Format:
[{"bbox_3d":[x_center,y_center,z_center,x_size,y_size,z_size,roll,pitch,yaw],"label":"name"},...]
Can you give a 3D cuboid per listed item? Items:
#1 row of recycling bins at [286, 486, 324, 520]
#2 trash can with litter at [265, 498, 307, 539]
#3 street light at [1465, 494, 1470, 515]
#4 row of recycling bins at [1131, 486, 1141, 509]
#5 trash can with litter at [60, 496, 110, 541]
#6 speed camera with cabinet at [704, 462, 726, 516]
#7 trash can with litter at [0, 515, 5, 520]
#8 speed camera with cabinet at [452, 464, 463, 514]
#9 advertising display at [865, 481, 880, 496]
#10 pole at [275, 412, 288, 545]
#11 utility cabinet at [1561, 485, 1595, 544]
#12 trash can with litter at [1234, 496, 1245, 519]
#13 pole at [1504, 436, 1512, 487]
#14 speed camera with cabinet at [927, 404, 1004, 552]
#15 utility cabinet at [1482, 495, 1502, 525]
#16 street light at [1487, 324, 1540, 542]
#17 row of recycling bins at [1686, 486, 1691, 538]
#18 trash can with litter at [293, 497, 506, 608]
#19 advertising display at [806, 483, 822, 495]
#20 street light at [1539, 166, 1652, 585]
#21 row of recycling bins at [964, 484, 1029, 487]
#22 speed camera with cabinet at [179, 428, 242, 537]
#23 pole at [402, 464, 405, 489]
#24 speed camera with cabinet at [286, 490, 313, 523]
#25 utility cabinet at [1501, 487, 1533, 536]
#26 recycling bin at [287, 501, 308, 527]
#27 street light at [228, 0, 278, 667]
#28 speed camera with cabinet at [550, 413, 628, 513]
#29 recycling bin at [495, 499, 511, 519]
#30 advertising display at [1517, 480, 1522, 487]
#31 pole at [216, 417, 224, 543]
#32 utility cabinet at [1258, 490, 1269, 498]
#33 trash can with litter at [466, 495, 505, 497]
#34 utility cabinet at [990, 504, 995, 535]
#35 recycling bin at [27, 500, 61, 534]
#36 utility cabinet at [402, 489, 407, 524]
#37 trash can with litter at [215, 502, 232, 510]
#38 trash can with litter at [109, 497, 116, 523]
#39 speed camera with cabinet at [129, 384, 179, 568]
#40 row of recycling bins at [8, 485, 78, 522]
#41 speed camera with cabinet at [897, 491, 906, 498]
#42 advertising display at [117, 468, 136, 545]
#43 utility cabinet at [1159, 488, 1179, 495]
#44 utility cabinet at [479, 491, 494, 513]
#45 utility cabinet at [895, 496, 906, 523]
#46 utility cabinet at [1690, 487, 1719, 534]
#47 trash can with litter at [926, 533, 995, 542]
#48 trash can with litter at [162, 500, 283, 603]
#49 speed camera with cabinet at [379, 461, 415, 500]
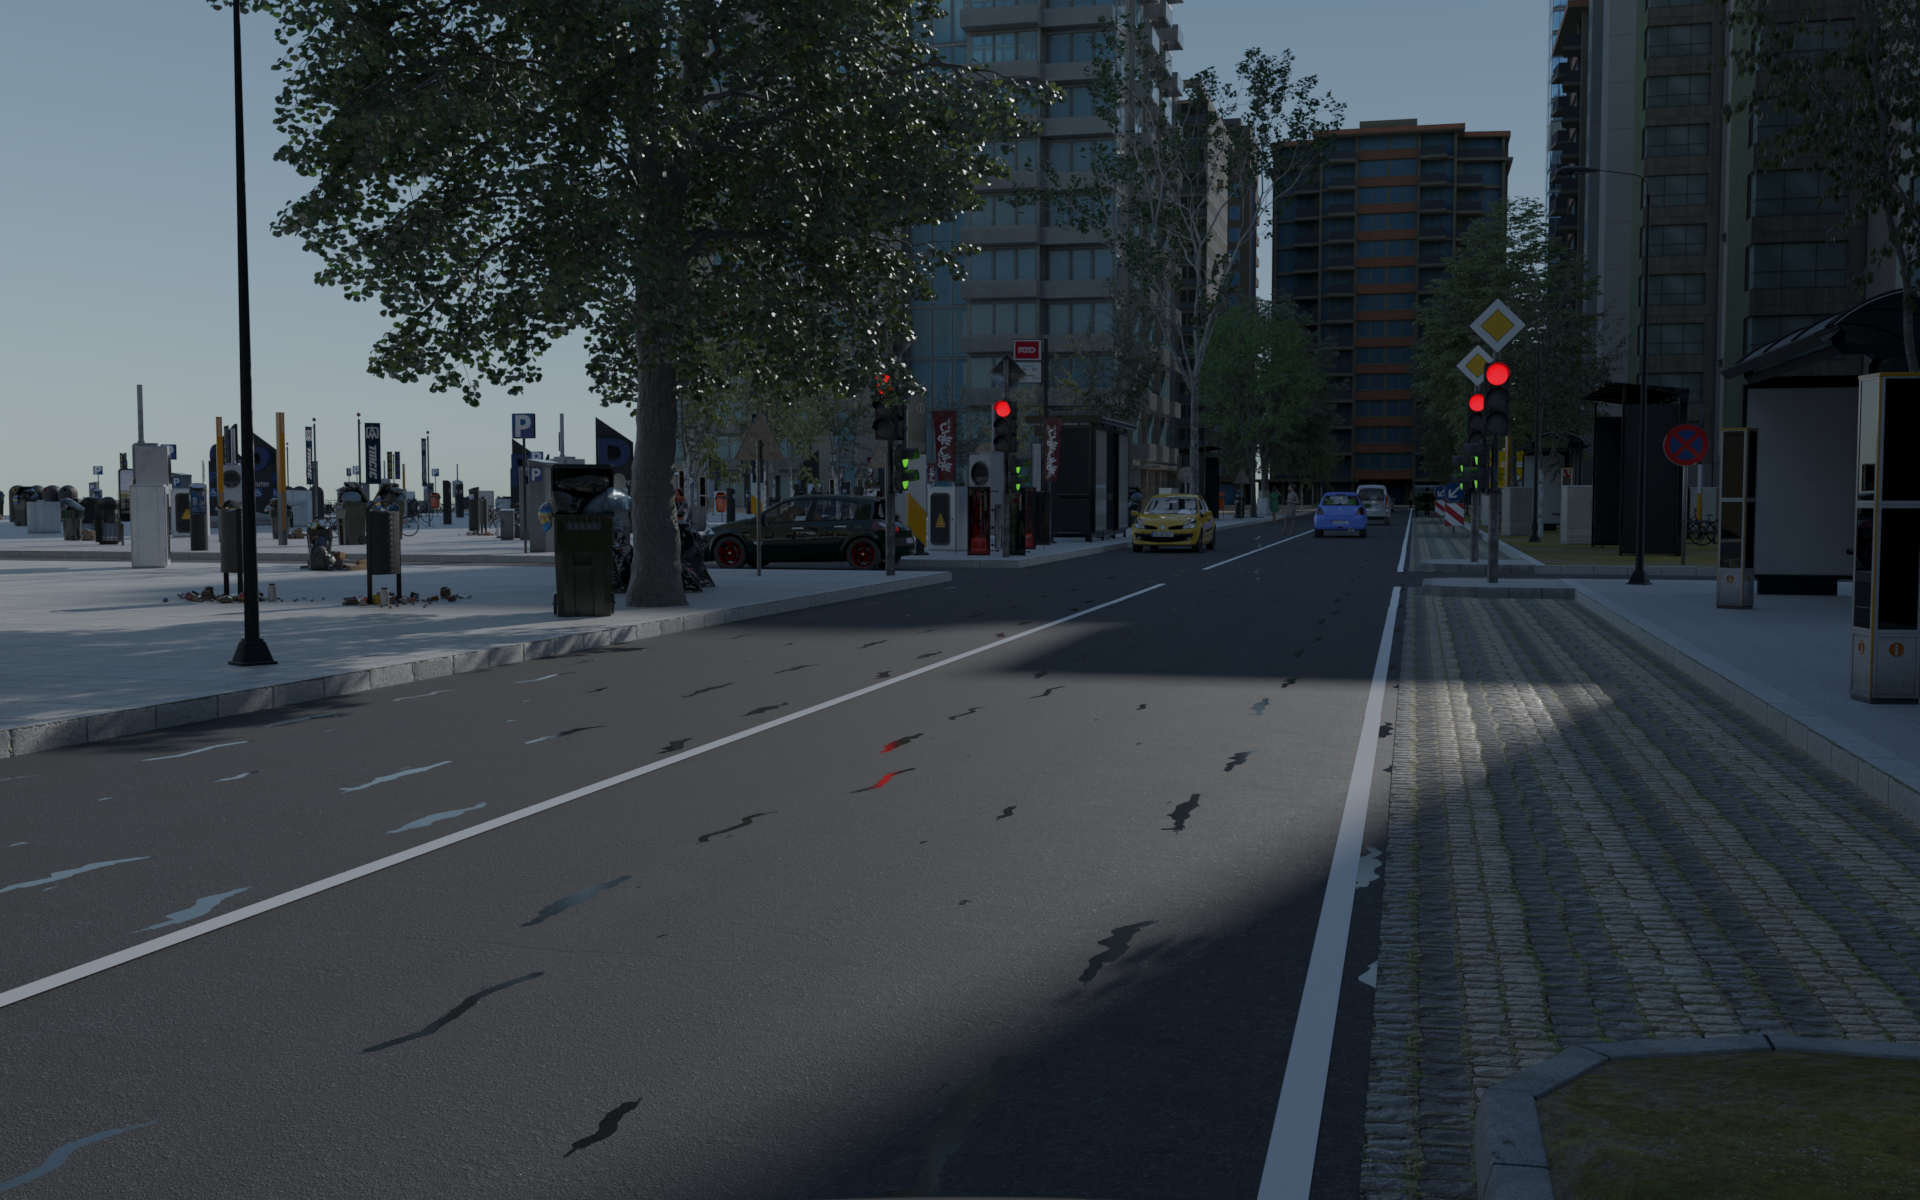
[{"bbox_3d":[-33.597,-4.917,87.501,3.534,1.692,1.069,2,4,24],"label":"row of recycling bins"},{"bbox_3d":[-19.179,-2.319,49.302,0.624,1.170,1.055,2,4,29],"label":"trash can with litter"},{"bbox_3d":[22.418,-6.284,75.289,1.470,5.913,1.316,1,4,15],"label":"street light"},{"bbox_3d":[8.747,-5.190,91.967,1.069,1.692,3.534,-1,4,-11],"label":"row of recycling bins"},{"bbox_3d":[-24.190,-2.221,47.694,1.055,1.170,0.624,0,4,5],"label":"trash can with litter"},{"bbox_3d":[-14.613,-6.701,103.892,2.038,3.252,0.660,2,4,30],"label":"speed camera with cabinet"},{"bbox_3d":[-47.821,-4.540,85.612,1.055,1.170,0.624,0,4,-3],"label":"trash can with litter"},{"bbox_3d":[-32.187,-7.284,113.429,2.038,3.252,0.660,-1,4,-16],"label":"speed camera with cabinet"},{"bbox_3d":[-4.413,-4.927,85.771,0.974,1.923,0.123,-2,4,-23],"label":"advertising display"},{"bbox_3d":[-16.928,-3.019,43.209,0.158,3.312,0.155,0,3,0],"label":"pole"},{"bbox_3d":[15.870,-2.157,43.954,1.173,1.500,0.318,-1,4,-12],"label":"utility cabinet"},{"bbox_3d":[14.494,-4.829,90.347,0.624,1.170,1.055,0,4,-7],"label":"trash can with litter"},{"bbox_3d":[19.278,-4.105,60.965,0.158,3.312,0.155,0,3,0],"label":"pole"},{"bbox_3d":[0.146,-2.713,38.695,0.660,3.252,2.038,-3,5,-44],"label":"speed camera with cabinet"},{"bbox_3d":[21.972,-3.694,71.564,0.306,1.237,1.020,-1,4,-17],"label":"utility cabinet"},{"bbox_3d":[14.824,-4.507,46.222,1.470,5.913,1.316,1,4,15],"label":"street light"},{"bbox_3d":[20.769,-2.675,50.842,1.069,1.692,3.534,1,4,18],"label":"row of recycling bins"},{"bbox_3d":[-6.500,-0.584,20.599,1.678,1.210,2.233,1,4,22],"label":"trash can with litter"},{"bbox_3d":[-8.478,-5.835,100.618,0.974,1.923,0.123,-2,4,-33],"label":"advertising display"},{"bbox_3d":[9.122,-3.181,24.556,1.470,5.913,1.316,1,4,15],"label":"street light"},{"bbox_3d":[1.575,-4.175,75.375,3.534,1.692,1.069,2,4,32],"label":"row of recycling bins"},{"bbox_3d":[-22.526,-3.521,51.908,2.038,3.252,0.660,-1,4,-13],"label":"speed camera with cabinet"},{"bbox_3d":[-37.401,-7.502,116.501,0.158,3.312,0.155,0,3,0],"label":"pole"},{"bbox_3d":[-29.585,-5.006,76.181,0.660,3.252,2.038,3,4,38],"label":"speed camera with cabinet"},{"bbox_3d":[17.078,-2.715,53.069,1.173,1.500,0.318,-3,4,-39],"label":"utility cabinet"},{"bbox_3d":[-25.817,-3.353,67.382,0.722,1.027,0.722,-2,4,-29],"label":"recycling bin"},{"bbox_3d":[-4.809,-2.458,12.734,1.470,5.913,1.316,1,4,15],"label":"street light"},{"bbox_3d":[-9.067,-2.935,42.321,2.038,3.252,0.660,2,4,31],"label":"speed camera with cabinet"},{"bbox_3d":[-23.605,-4.721,89.746,0.722,1.027,0.722,1,4,14],"label":"recycling bin"},{"bbox_3d":[25.318,-4.428,77.611,0.974,1.923,0.123,-2,4,-24],"label":"advertising display"},{"bbox_3d":[-19.511,-3.171,45.691,0.158,3.312,0.155,0,3,0],"label":"pole"},{"bbox_3d":[18.479,-5.917,105.424,0.318,1.500,1.173,2,4,28],"label":"utility cabinet"},{"bbox_3d":[-14.848,-2.629,54.035,1.678,1.210,2.233,-2,4,-29],"label":"trash can with litter"},{"bbox_3d":[1.018,-2.615,53.918,1.020,1.237,0.306,-1,4,-20],"label":"utility cabinet"},{"bbox_3d":[-29.971,-2.698,56.668,0.722,1.027,0.722,1,4,17],"label":"recycling bin"},{"bbox_3d":[-23.897,-3.947,73.212,0.318,1.500,1.173,1,4,22],"label":"utility cabinet"},{"bbox_3d":[-22.362,-2.574,53.478,1.055,1.170,0.624,-3,5,-45],"label":"trash can with litter"},{"bbox_3d":[-37.472,-3.979,76.446,0.624,1.170,1.055,-2,4,-35],"label":"trash can with litter"},{"bbox_3d":[-14.370,-2.228,30.766,0.660,3.252,2.038,-1,4,-22],"label":"speed camera with cabinet"},{"bbox_3d":[-41.896,-4.409,79.203,3.534,1.692,1.069,1,4,14],"label":"row of recycling bins"},{"bbox_3d":[-2.508,-5.508,84.386,0.660,3.252,2.038,1,4,16],"label":"speed camera with cabinet"},{"bbox_3d":[-20.653,-2.349,43.618,0.974,1.923,0.123,-3,4,-36],"label":"advertising display"},{"bbox_3d":[7.664,-3.351,63.472,0.318,1.500,1.173,-1,4,-16],"label":"utility cabinet"},{"bbox_3d":[-30.229,-6.203,110.095,1.173,1.500,0.318,0,4,4],"label":"utility cabinet"},{"bbox_3d":[-1.592,-1.947,42.998,0.306,1.237,1.020,-1,4,-15],"label":"utility cabinet"},{"bbox_3d":[23.727,-2.864,55.503,0.318,1.500,1.173,-3,4,-39],"label":"utility cabinet"},{"bbox_3d":[0.181,-2.158,46.345,2.233,1.210,1.678,-1,4,-23],"label":"trash can with litter"},{"bbox_3d":[-8.891,-0.615,21.116,1.678,1.210,2.233,-3,5,-41],"label":"trash can with litter"},{"bbox_3d":[-33.512,-6.649,103.053,2.038,3.252,0.660,-1,4,-21],"label":"speed camera with cabinet"}]
